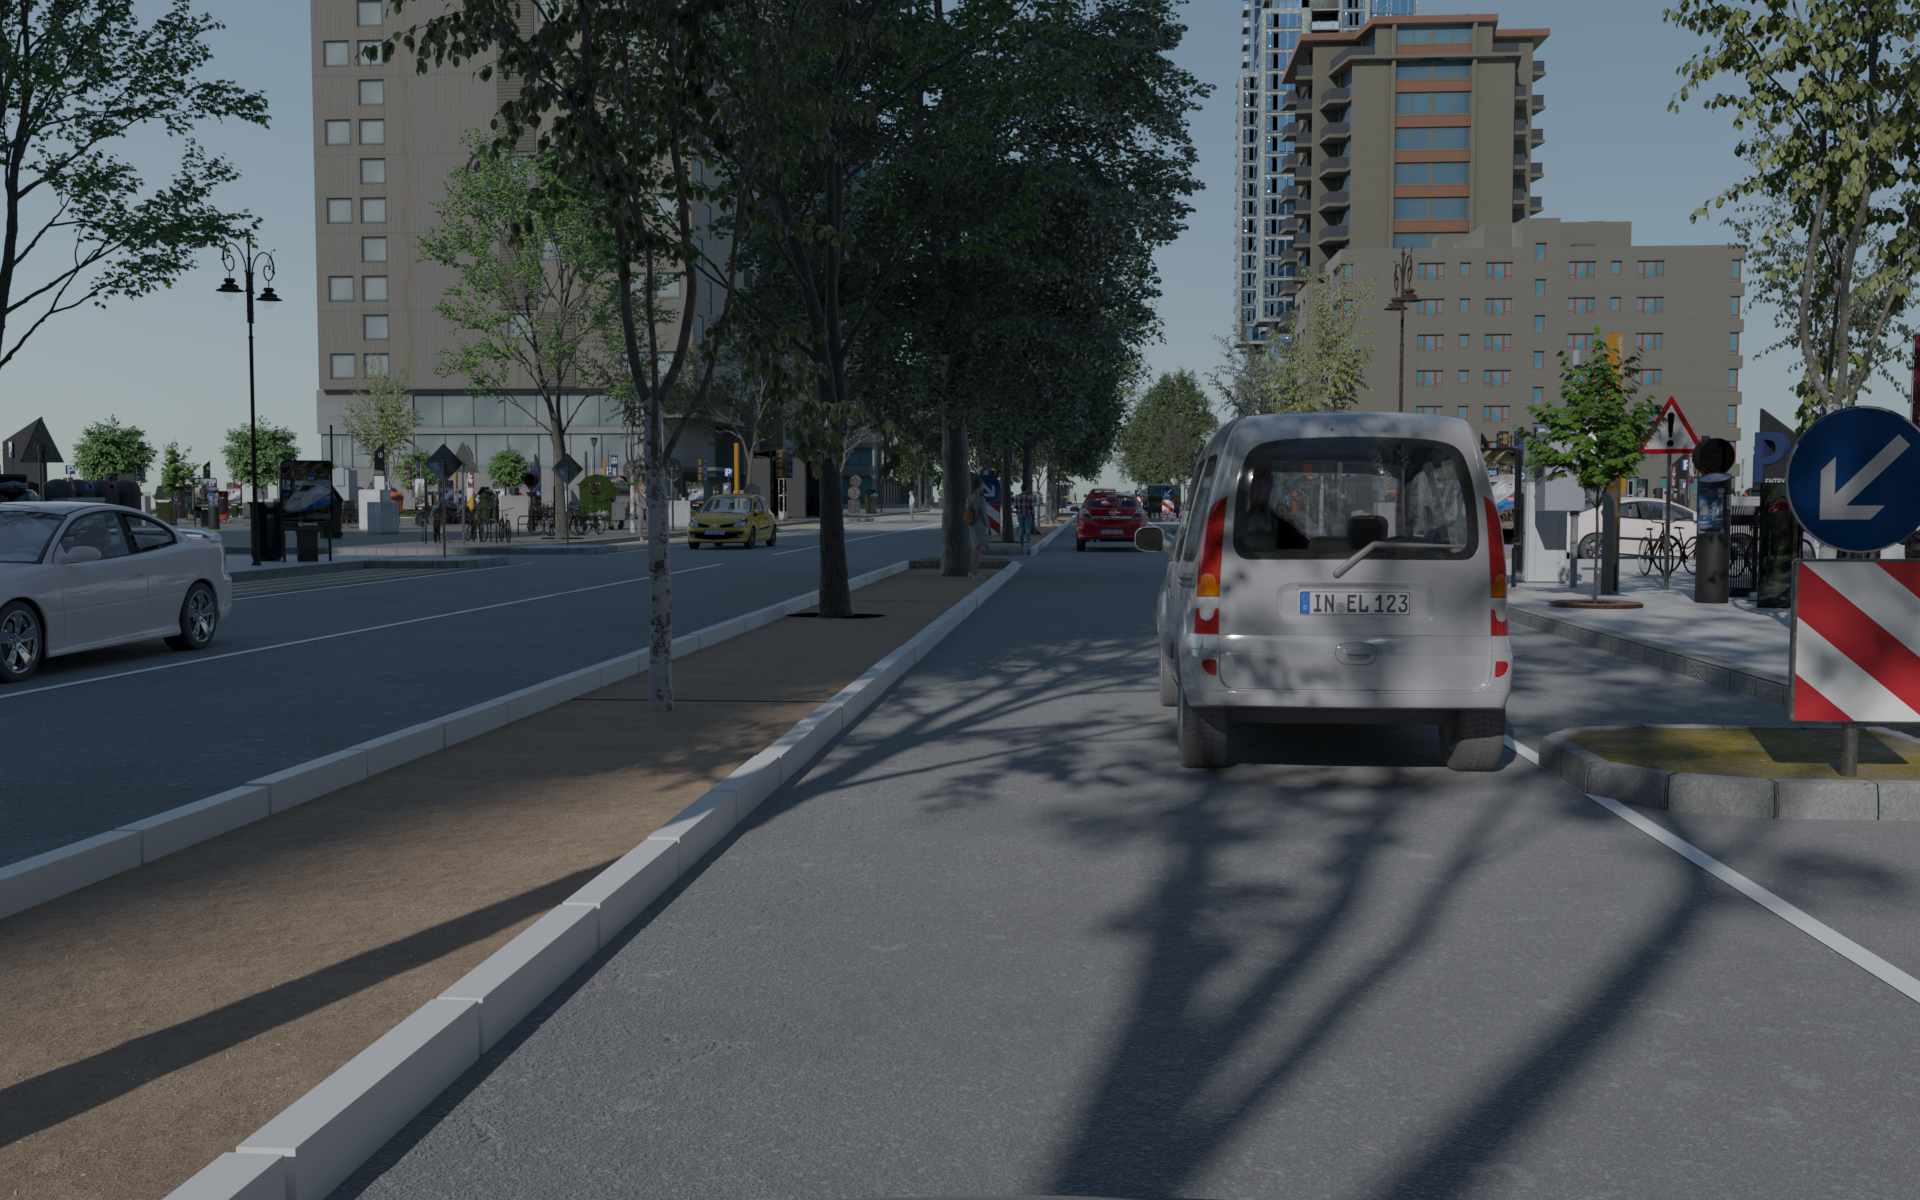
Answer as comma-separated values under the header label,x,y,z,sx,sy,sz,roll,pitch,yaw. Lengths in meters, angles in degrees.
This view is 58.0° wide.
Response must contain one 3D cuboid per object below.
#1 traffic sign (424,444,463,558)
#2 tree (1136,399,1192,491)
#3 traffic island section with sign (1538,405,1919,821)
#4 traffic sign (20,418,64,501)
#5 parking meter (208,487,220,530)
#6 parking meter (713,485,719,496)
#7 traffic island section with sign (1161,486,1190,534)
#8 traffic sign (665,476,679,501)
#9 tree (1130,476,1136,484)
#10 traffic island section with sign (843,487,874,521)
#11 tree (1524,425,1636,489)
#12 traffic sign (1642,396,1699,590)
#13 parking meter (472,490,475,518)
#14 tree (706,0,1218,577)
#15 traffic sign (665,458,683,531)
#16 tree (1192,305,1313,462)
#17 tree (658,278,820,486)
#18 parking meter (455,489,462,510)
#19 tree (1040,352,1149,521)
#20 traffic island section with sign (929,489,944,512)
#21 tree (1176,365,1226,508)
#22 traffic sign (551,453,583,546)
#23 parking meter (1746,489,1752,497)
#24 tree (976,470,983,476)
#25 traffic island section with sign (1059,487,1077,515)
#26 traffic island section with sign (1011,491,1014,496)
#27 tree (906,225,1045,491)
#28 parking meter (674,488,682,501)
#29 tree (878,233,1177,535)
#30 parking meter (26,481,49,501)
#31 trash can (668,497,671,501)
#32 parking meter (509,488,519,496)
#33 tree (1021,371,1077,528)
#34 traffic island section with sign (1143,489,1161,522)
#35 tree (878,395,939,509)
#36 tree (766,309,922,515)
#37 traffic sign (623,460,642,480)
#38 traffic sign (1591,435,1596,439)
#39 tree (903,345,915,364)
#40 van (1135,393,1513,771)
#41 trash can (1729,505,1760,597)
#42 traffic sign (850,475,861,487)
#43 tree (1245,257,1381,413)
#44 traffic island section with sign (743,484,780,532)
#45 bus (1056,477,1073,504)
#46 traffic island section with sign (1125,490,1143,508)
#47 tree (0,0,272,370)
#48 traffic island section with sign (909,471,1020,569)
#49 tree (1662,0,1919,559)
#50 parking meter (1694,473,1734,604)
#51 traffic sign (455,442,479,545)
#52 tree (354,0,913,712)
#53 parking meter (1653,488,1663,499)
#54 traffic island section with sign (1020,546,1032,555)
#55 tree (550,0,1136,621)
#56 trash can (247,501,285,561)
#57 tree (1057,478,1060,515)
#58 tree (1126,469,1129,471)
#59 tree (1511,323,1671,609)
label,x,y,z,sx,sy,sz,roll,pitch,yaw
traffic sign,-10.266,-1.885,34.457,0.795,2.450,0.064,0,4,5
tree,16.583,-11.207,133.589,4.360,8.622,3.978,0,3,0
traffic island section with sign,4.000,0.004,8.557,1.989,1.847,2.006,0,4,5
traffic sign,-15.640,-1.804,29.497,0.884,2.594,0.081,1,4,14
parking meter,-27.019,-3.321,62.705,0.372,1.533,0.369,0,3,0
parking meter,-15.880,-6.545,112.716,0.255,1.863,0.399,3,5,41
traffic island section with sign,8.497,-3.349,63.387,1.989,1.847,2.006,0,4,5
traffic sign,-11.602,-4.258,69.718,0.768,2.556,0.104,1,4,13
tree,20.964,-14.497,187.392,4.360,8.622,3.978,0,3,0
traffic island section with sign,-5.605,-5.072,91.550,1.989,1.847,2.006,0,4,5
tree,24.475,-5.285,70.122,4.285,4.588,4.351,0,3,0
traffic sign,9.423,-1.409,23.037,0.884,2.594,0.081,1,4,9
parking meter,-26.280,-5.182,93.144,0.372,1.533,0.369,0,3,0
tree,-0.013,-7.371,29.621,9.857,13.997,8.962,0,3,0
traffic sign,-10.016,-3.686,60.367,0.768,2.556,0.104,1,4,11
tree,11.761,-7.215,68.325,4.360,8.622,3.978,0,3,0
tree,-9.356,-8.637,75.628,8.767,10.594,7.601,0,4,-4
parking meter,-25.994,-4.978,89.802,0.372,1.533,0.369,0,3,0
tree,4.888,-11.014,92.901,12.009,13.543,11.850,0,3,0
traffic island section with sign,-1.451,-8.168,142.177,1.989,1.847,2.006,0,4,5
tree,19.475,-14.512,154.286,9.611,12.733,9.660,0,3,0
traffic sign,-9.612,-2.371,42.415,0.795,2.450,0.064,0,4,5
parking meter,40.325,-4.892,88.393,0.372,1.533,0.369,0,3,0
tree,2.012,-14.300,217.518,4.285,4.588,4.351,0,3,0
traffic island section with sign,6.845,-6.608,116.175,2.006,1.907,1.989,0,4,5
traffic island section with sign,7.538,-14.845,251.339,1.989,1.847,2.006,0,4,5
tree,0.593,-5.520,43.074,4.737,8.622,4.395,0,3,0
parking meter,-11.633,-3.844,71.258,0.372,1.533,0.369,0,3,0
tree,2.355,-8.604,60.132,9.611,12.733,9.660,0,3,0
parking meter,-17.255,-1.469,32.428,0.372,1.533,0.369,0,3,0
trash can,-12.655,-3.861,74.774,0.748,1.137,0.748,0,3,0
parking meter,-17.410,-3.626,67.692,0.372,1.533,0.369,0,3,0
tree,3.343,-7.363,73.209,4.360,8.622,3.978,0,3,0
traffic island section with sign,10.765,-5.027,90.826,1.989,1.847,2.006,0,4,5
tree,-3.296,-13.090,148.431,8.767,10.594,7.601,1,4,16
tree,-7.412,-12.054,107.446,12.009,13.543,11.850,0,3,0
traffic sign,-12.077,-3.899,63.859,0.768,2.556,0.104,1,4,11
traffic sign,9.754,-1.470,26.158,0.606,2.300,0.079,1,4,11
tree,0.369,-19.629,176.823,12.611,20.169,13.585,0,3,0
van,2.070,-0.205,10.366,2.013,2.044,4.112,0,4,4
trash can,9.679,-0.616,21.720,0.748,1.137,0.748,0,3,0
traffic sign,-7.079,-7.185,117.579,0.768,2.556,0.104,0,4,7
tree,11.294,-6.361,54.370,4.737,8.622,4.395,0,3,0
traffic island section with sign,-7.812,-3.429,64.685,1.989,1.847,2.006,0,4,5
bus,14.441,-15.450,244.160,2.896,3.916,12.252,0,4,7
traffic island section with sign,17.048,-9.702,167.249,1.989,1.847,2.006,0,4,5
tree,-13.405,-5.970,23.366,9.928,11.665,9.643,0,3,0
traffic island section with sign,0.081,-1.576,33.906,2.006,1.907,1.989,0,4,5
tree,7.531,-3.912,14.325,4.737,8.622,4.395,0,3,0
parking meter,8.865,-0.732,20.384,0.372,1.533,0.369,0,3,0
traffic sign,-12.443,-2.652,43.364,0.884,2.594,0.081,1,4,14
tree,-1.971,-3.552,10.900,4.360,8.622,3.978,0,3,0
parking meter,27.829,-3.711,69.082,0.372,1.533,0.369,0,3,0
traffic island section with sign,0.697,-2.028,41.288,2.006,1.907,1.989,0,4,5
tree,-1.547,-5.602,19.811,9.928,11.665,9.643,0,3,0
trash can,-13.267,-1.317,33.192,0.748,1.137,0.748,0,3,0
tree,6.327,-10.782,113.158,8.767,10.594,7.601,0,4,5
tree,27.837,-19.586,270.599,4.360,8.622,3.978,0,3,0
tree,7.130,-1.537,19.736,1.663,3.219,1.824,0,3,0
